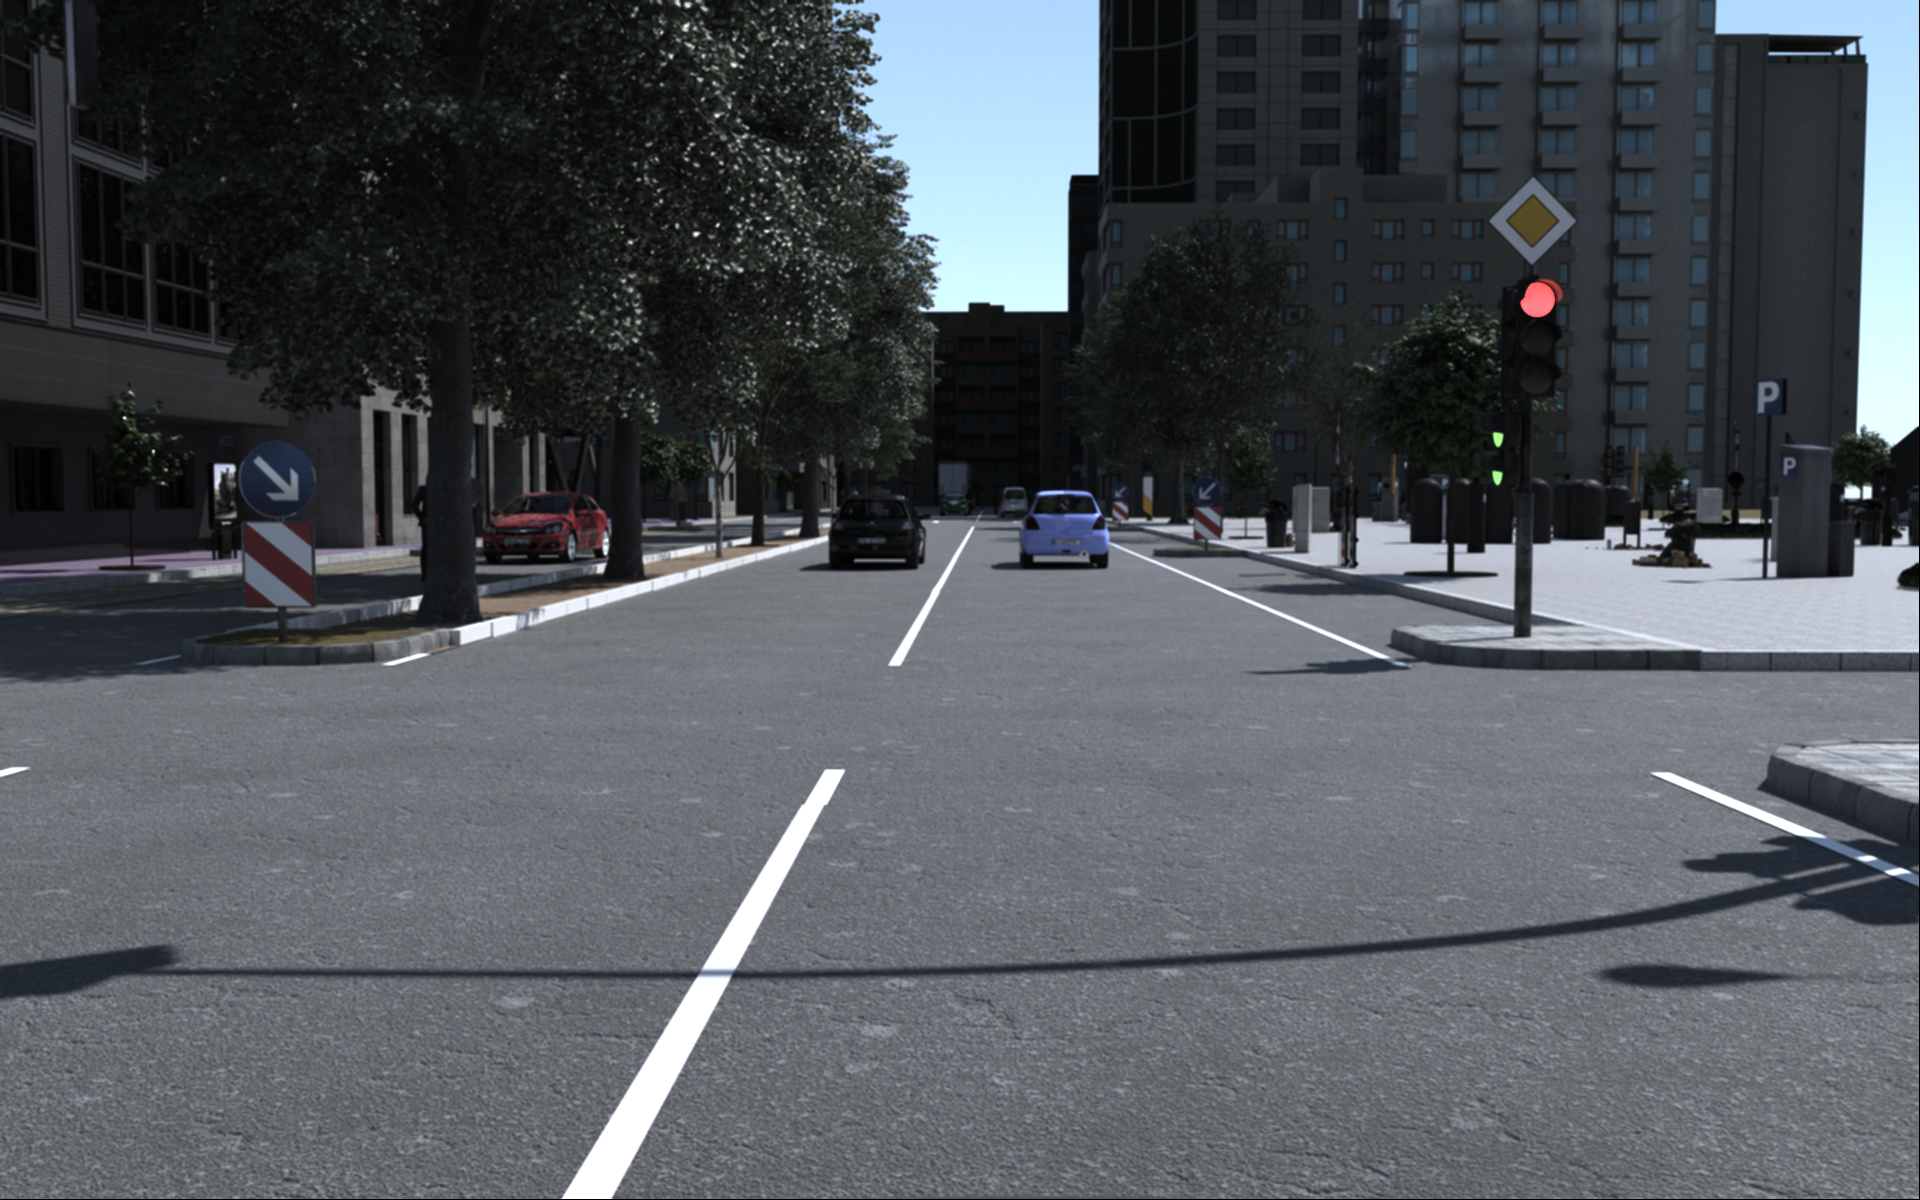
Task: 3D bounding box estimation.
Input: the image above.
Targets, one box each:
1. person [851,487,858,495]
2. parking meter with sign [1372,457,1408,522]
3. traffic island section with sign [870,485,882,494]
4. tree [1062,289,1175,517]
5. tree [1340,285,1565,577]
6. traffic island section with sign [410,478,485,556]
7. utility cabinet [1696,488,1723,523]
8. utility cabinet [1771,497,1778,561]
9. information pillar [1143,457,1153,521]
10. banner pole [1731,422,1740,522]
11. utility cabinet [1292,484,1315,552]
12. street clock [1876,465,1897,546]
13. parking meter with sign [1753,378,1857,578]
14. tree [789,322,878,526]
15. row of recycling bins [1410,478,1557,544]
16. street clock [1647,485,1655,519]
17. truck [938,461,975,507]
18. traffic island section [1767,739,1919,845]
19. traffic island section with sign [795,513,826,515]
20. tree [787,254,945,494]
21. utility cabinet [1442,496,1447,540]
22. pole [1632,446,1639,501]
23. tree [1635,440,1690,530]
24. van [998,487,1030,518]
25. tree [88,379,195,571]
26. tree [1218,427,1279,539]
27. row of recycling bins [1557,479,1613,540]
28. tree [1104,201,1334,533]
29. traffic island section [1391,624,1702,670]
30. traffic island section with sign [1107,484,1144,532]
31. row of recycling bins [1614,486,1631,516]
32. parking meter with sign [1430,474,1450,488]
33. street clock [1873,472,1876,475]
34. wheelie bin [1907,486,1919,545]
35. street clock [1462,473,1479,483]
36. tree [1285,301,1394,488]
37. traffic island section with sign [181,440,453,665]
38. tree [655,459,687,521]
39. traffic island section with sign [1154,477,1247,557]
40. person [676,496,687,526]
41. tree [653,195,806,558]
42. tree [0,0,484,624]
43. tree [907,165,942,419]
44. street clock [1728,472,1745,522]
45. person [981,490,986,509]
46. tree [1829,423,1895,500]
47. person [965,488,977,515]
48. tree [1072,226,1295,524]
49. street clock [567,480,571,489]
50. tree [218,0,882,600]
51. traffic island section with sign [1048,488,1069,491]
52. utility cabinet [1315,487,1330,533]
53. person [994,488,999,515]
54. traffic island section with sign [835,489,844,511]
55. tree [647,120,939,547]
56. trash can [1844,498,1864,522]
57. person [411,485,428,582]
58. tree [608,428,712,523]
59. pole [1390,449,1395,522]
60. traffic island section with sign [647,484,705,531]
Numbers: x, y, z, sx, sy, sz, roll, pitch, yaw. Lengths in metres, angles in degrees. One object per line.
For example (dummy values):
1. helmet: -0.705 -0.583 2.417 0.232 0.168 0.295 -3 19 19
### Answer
1. person: -6.285 -5.663 100.956 0.599 1.838 0.709 -3 5 -41
2. parking meter with sign: 20.025 -5.159 80.605 0.543 3.016 1.738 -3 5 -43
3. traffic island section with sign: -4.430 -5.041 90.556 2.006 1.907 1.989 0 4 1
4. tree: 9.181 -10.923 96.721 7.486 12.596 7.792 0 3 0
5. tree: 7.833 -2.661 27.228 4.285 4.588 4.351 0 3 0
6. traffic island section with sign: -11.573 -1.949 40.488 1.989 1.847 2.006 0 4 1
7. utility cabinet: 28.386 -3.480 65.577 1.173 1.500 0.318 -2 4 -32
8. utility cabinet: 15.996 -1.350 33.236 1.020 1.237 0.306 -2 4 -33
9. information pillar: 9.023 -5.613 83.119 0.504 3.616 0.183 -1 4 -20
10. banner pole: 26.932 -4.291 60.179 0.401 3.779 0.863 0 4 8
11. utility cabinet: 7.557 -1.803 38.166 0.318 1.500 1.173 1 4 14
12. street clock: 22.845 -2.328 42.625 0.358 2.002 0.471 1 4 13
13. parking meter with sign: 13.043 -1.861 26.684 1.738 3.016 0.543 -2 4 -24
14. tree: -4.785 -6.864 65.052 4.360 8.622 3.978 0 3 0
15. row of recycling bins: 13.614 -2.335 45.296 3.534 1.692 1.069 1 4 12
16. street clock: 35.065 -5.095 87.875 0.471 2.002 0.358 -2 4 -34
17. truck: -0.317 -9.943 151.485 2.839 4.237 11.283 0 4 3
18. traffic island section: 4.929 0.899 7.585 2.009 0.180 2.903 0 4 1
19. traffic island section with sign: -10.147 -6.686 117.944 1.989 1.847 2.006 0 4 1
20. tree: -4.582 -9.808 80.952 7.486 12.596 7.792 0 3 0
21. utility cabinet: 13.833 -2.304 48.835 1.020 1.237 0.306 -1 4 -21
22. pole: 28.748 -4.887 73.743 0.158 3.312 0.155 0 3 0
23. tree: 25.164 -4.098 61.599 1.663 3.219 1.824 0 3 0
24. van: 3.324 -6.080 106.411 2.013 2.044 4.112 0 4 1
25. tree: -14.090 -2.124 29.330 1.663 3.219 1.824 0 3 0
26. tree: 8.127 -3.374 49.773 1.663 3.219 1.824 0 3 0
27. row of recycling bins: 17.751 -2.613 49.829 1.069 1.692 3.534 1 4 9
28. tree: 8.289 -7.458 56.348 8.767 10.594 7.601 2 4 35
29. traffic island section: 5.076 0.411 15.569 2.009 0.180 2.903 0 4 1
30. traffic island section with sign: 6.040 -3.577 67.114 1.989 1.847 2.006 0 4 1
31. row of recycling bins: 32.337 -4.835 86.168 1.069 1.692 3.534 0 4 -3
32. parking meter with sign: 18.048 -4.213 65.138 0.543 3.016 1.738 -1 4 -22
33. street clock: 28.429 -2.990 53.459 0.358 2.002 0.471 -2 4 -33
34. wheelie bin: 24.053 -2.164 43.287 0.693 1.594 0.980 1 4 20
35. street clock: 15.155 -2.867 51.443 0.471 2.002 0.358 -2 4 -31
36. tree: 14.375 -7.030 65.311 4.360 8.622 3.978 0 3 0
37. traffic island section with sign: -5.810 -0.446 15.430 2.006 1.907 1.989 0 4 1
38. tree: -13.629 -5.364 82.302 1.663 3.219 1.824 0 3 0
39. traffic island section with sign: 5.529 -1.929 40.163 1.989 1.847 2.006 0 4 1
40. person: -11.553 -3.829 71.653 0.519 1.759 0.362 1 4 17
41. tree: -5.356 -5.228 38.301 4.737 8.622 4.395 0 3 0
42. tree: -5.700 -6.719 18.970 9.857 13.997 8.962 0 3 0
43. tree: -5.019 -9.065 57.329 9.857 13.997 8.962 0 3 0
44. street clock: 25.171 -3.157 56.179 0.471 2.002 0.358 3 4 37
45. person: 2.168 -9.453 163.061 0.705 1.824 1.348 -1 4 -17
46. tree: 41.354 -5.858 79.490 4.285 4.588 4.351 0 3 0
47. person: 0.648 -6.608 116.475 0.705 1.831 1.348 -3 4 -36
48. tree: 9.491 -9.624 74.358 9.611 12.733 9.660 0 3 0
49. street clock: -20.175 -5.177 89.213 0.358 2.002 0.471 -1 4 -20
50. tree: -5.671 -7.327 28.909 9.857 13.997 8.962 0 3 0
51. traffic island section with sign: 6.958 -6.647 117.306 1.989 1.847 2.006 0 4 1
52. utility cabinet: 11.486 -2.934 56.653 1.173 1.500 0.318 0 4 4
53. person: 2.557 -6.914 121.485 0.705 1.831 1.348 0 4 -2
54. traffic island section with sign: -9.648 -8.348 145.118 1.989 1.847 2.006 0 4 1
55. tree: -5.389 -7.244 46.644 9.928 11.665 9.643 0 3 0
56. trash can: 30.070 -2.863 58.458 0.748 1.137 0.748 0 3 0
57. person: -8.576 -1.250 28.299 0.474 1.900 0.648 2 4 32
58. tree: -14.282 -5.763 77.931 4.285 4.588 4.351 0 3 0
59. pole: 19.733 -5.206 78.960 0.158 3.312 0.155 0 3 0
60. traffic island section with sign: -11.071 -3.618 67.790 1.989 1.847 2.006 0 4 1
